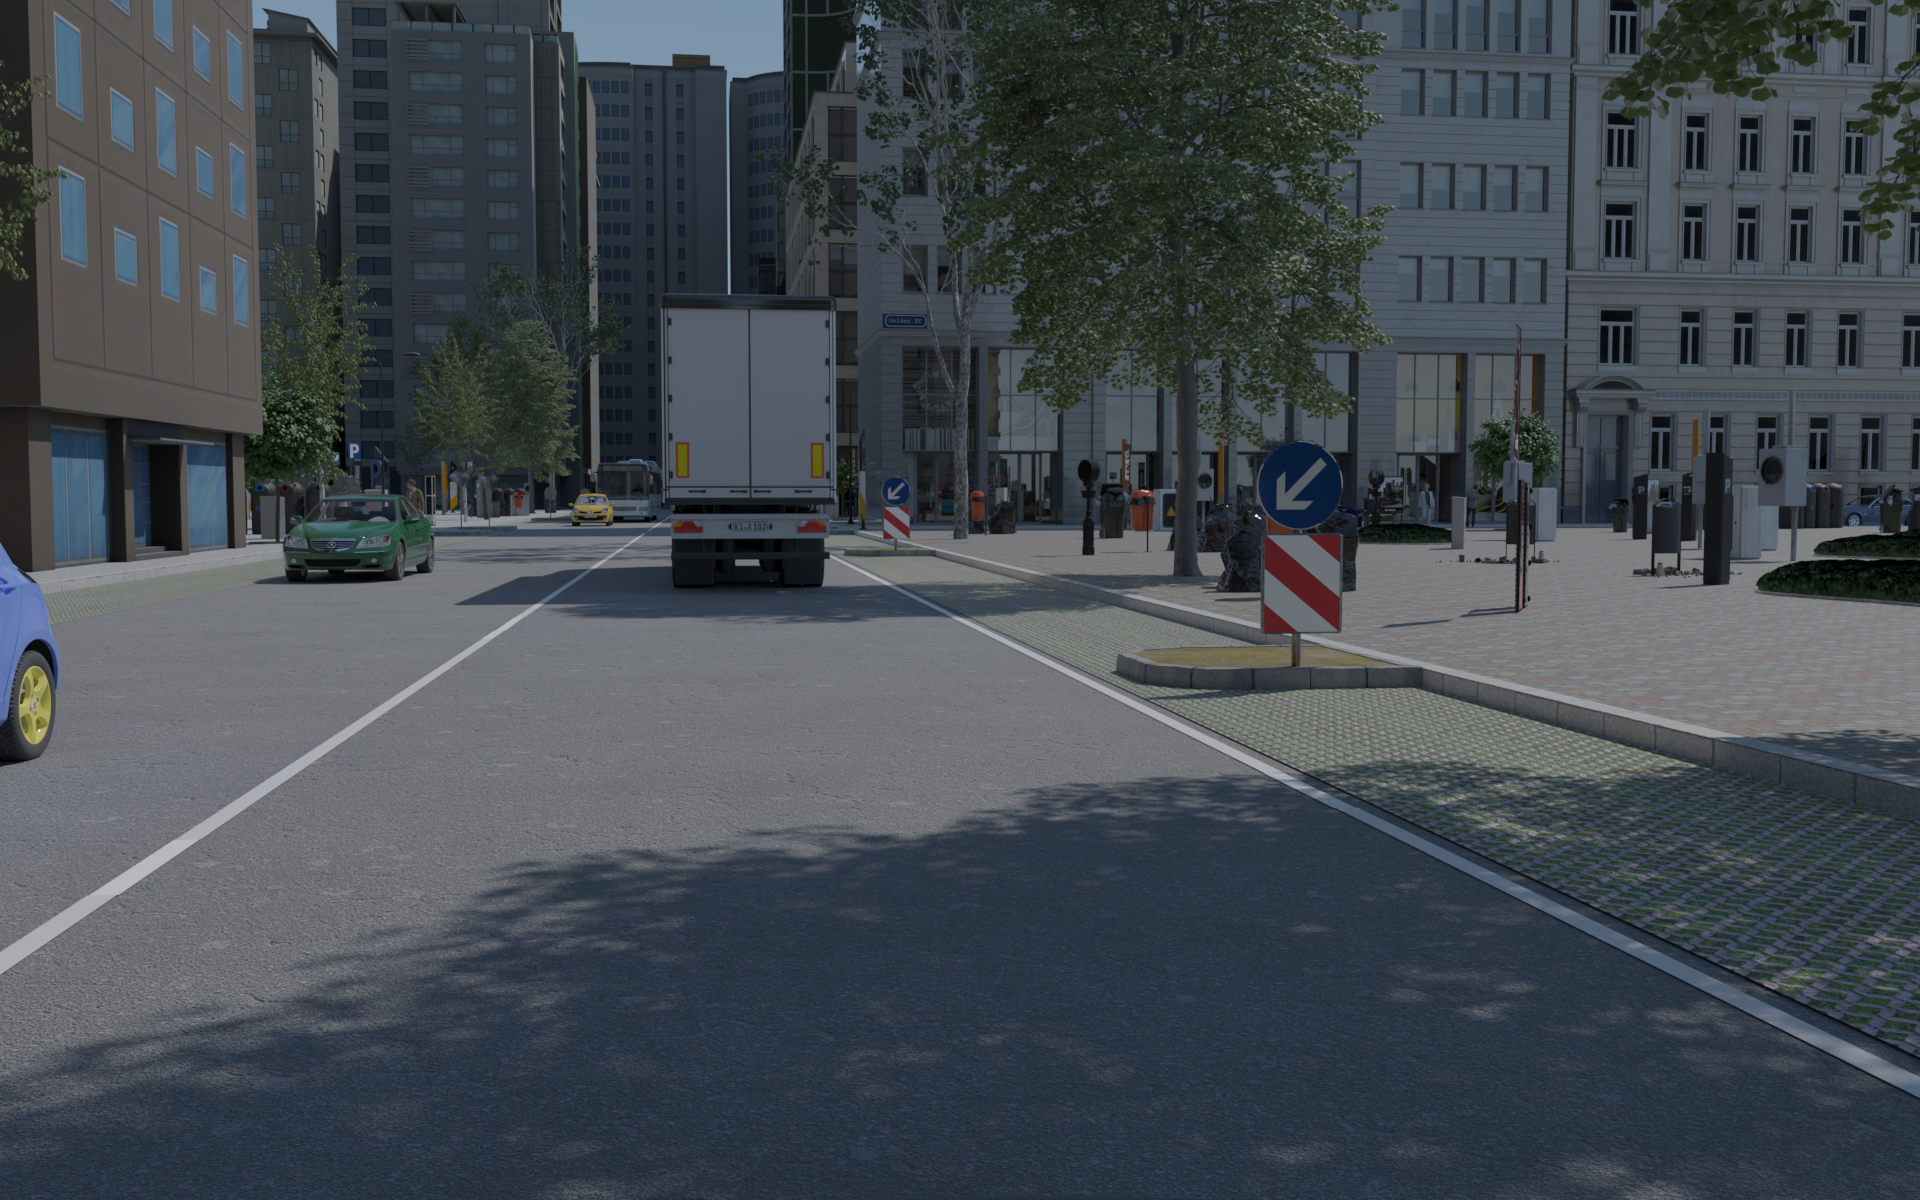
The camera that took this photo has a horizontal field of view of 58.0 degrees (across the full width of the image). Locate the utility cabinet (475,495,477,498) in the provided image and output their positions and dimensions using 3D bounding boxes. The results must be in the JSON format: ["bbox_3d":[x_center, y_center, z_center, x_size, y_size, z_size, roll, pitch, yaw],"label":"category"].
[{"bbox_3d":[-35.599,-7.208,129.019,1.020,1.237,0.306,-2,4,-33],"label":"utility cabinet"}]

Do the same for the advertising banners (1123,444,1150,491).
[{"bbox_3d":[6.244,-3.972,61.122,0.090,3.025,2.074,2,4,34],"label":"advertising banners"}]

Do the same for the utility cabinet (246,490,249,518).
[{"bbox_3d":[-38.596,-5.142,92.744,1.173,1.500,0.318,2,4,30],"label":"utility cabinet"}]

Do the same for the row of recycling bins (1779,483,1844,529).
[{"bbox_3d":[31.863,-3.535,64.903,3.534,1.692,1.069,-2,4,-34],"label":"row of recycling bins"}]

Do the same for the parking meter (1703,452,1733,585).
[{"bbox_3d":[10.739,-1.151,24.534,0.399,1.863,0.255,-3,5,-45],"label":"parking meter"}]

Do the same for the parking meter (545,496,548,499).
[{"bbox_3d":[-29.869,-7.157,125.426,0.372,1.533,0.369,0,3,0],"label":"parking meter"}]

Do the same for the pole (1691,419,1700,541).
[{"bbox_3d":[20.110,-3.276,47.407,0.158,3.312,0.155,0,3,0],"label":"pole"}]

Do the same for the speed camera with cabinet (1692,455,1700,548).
[{"bbox_3d":[17.922,-2.794,40.018,0.660,3.252,2.038,-1,4,-23],"label":"speed camera with cabinet"}]

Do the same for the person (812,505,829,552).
[{"bbox_3d":[-3.575,-2.064,42.347,0.635,1.810,0.391,2,4,26],"label":"person"}]

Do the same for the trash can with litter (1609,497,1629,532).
[{"bbox_3d":[22.159,-2.863,58.193,0.624,1.170,1.055,2,4,25],"label":"trash can with litter"}]

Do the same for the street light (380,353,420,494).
[{"bbox_3d":[-18.424,-5.160,56.912,1.470,5.913,1.316,-1,4,-8],"label":"street light"}]

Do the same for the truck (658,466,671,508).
[{"bbox_3d":[-30.150,-11.571,178.103,2.839,4.237,11.283,-1,4,-9],"label":"truck"}]

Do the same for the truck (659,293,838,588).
[{"bbox_3d":[-3.726,-2.508,29.920,2.839,4.237,11.283,0,4,-8],"label":"truck"}]

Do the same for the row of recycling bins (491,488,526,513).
[{"bbox_3d":[-30.745,-6.694,116.560,1.069,1.692,3.534,3,5,40],"label":"row of recycling bins"}]

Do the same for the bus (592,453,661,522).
[{"bbox_3d":[-17.368,-5.892,91.199,2.948,3.499,13.247,0,4,-7],"label":"bus"}]

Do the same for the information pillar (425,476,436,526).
[{"bbox_3d":[-21.230,-3.972,69.434,0.304,2.012,0.304,0,4,5],"label":"information pillar"}]

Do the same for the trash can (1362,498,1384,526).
[{"bbox_3d":[14.626,-3.041,61.376,0.748,1.137,0.748,0,3,0],"label":"trash can"}]

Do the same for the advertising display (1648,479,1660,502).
[{"bbox_3d":[29.926,-4.264,74.928,0.974,1.923,0.123,-2,4,-35],"label":"advertising display"}]

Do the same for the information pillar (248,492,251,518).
[{"bbox_3d":[-39.071,-6.321,94.705,0.504,3.616,0.183,-1,4,-16],"label":"information pillar"}]

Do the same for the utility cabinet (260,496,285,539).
[{"bbox_3d":[-19.780,-2.367,49.863,1.020,1.237,0.306,3,5,45],"label":"utility cabinet"}]

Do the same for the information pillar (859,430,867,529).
[{"bbox_3d":[-3.541,-4.380,62.961,0.183,3.616,0.504,1,4,13],"label":"information pillar"}]

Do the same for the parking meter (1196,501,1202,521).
[{"bbox_3d":[8.829,-3.562,63.951,0.255,1.863,0.399,0,4,-7],"label":"parking meter"}]

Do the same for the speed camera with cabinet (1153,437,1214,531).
[{"bbox_3d":[7.737,-4.014,59.966,2.038,3.252,0.660,-1,4,-16],"label":"speed camera with cabinet"}]

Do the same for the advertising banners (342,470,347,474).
[{"bbox_3d":[-44.874,-7.889,125.178,0.090,3.025,2.074,0,4,-3],"label":"advertising banners"}]

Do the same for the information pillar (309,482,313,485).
[{"bbox_3d":[-38.449,-6.018,102.894,0.304,2.012,0.304,0,4,-5],"label":"information pillar"}]

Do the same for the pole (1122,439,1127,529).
[{"bbox_3d":[6.092,-4.305,64.224,0.158,3.312,0.155,0,3,0],"label":"pole"}]

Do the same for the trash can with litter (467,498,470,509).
[{"bbox_3d":[-31.809,-6.168,112.227,1.055,1.170,0.624,1,4,9],"label":"trash can with litter"}]

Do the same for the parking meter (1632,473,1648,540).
[{"bbox_3d":[19.186,-2.641,48.897,0.399,1.863,0.255,1,4,10],"label":"parking meter"}]

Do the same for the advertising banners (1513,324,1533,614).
[{"bbox_3d":[6.121,-1.387,18.866,0.090,3.025,2.074,1,4,23],"label":"advertising banners"}]

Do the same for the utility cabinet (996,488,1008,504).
[{"bbox_3d":[1.444,-3.173,60.558,0.318,1.500,1.173,0,4,7],"label":"utility cabinet"}]

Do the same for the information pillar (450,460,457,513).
[{"bbox_3d":[-34.627,-7.769,118.369,0.183,3.616,0.504,3,5,39],"label":"information pillar"}]

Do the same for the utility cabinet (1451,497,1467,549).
[{"bbox_3d":[11.742,-1.809,40.736,0.306,1.237,1.020,1,4,19],"label":"utility cabinet"}]

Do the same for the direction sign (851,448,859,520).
[{"bbox_3d":[-5.125,-5.715,85.443,0.379,3.537,0.876,2,4,27],"label":"direction sign"}]

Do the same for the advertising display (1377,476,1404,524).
[{"bbox_3d":[15.447,-3.489,62.257,0.974,1.923,0.123,1,4,9],"label":"advertising display"}]

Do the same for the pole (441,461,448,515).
[{"bbox_3d":[-31.682,-6.872,106.207,0.158,3.312,0.155,0,3,0],"label":"pole"}]

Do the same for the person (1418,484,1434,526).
[{"bbox_3d":[18.398,-3.677,68.499,0.514,1.842,0.818,-2,4,-26],"label":"person"}]

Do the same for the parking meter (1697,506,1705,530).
[{"bbox_3d":[26.501,-3.264,61.773,0.372,1.533,0.369,0,3,0],"label":"parking meter"}]

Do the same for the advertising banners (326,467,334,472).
[{"bbox_3d":[-41.381,-7.071,111.795,2.074,3.025,0.090,0,4,6],"label":"advertising banners"}]

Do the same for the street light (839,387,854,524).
[{"bbox_3d":[-5.203,-6.187,73.694,1.470,5.913,1.316,-1,4,-8],"label":"street light"}]

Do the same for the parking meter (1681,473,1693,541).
[{"bbox_3d":[19.805,-2.538,47.202,0.255,1.863,0.399,1,4,22],"label":"parking meter"}]

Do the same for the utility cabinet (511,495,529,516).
[{"bbox_3d":[-25.837,-5.536,101.672,1.020,1.237,0.306,-2,4,-28],"label":"utility cabinet"}]

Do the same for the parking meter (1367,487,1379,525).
[{"bbox_3d":[14.361,-3.170,60.245,0.372,1.533,0.369,0,3,0],"label":"parking meter"}]

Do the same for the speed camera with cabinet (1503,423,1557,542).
[{"bbox_3d":[15.703,-3.265,47.726,0.660,3.252,2.038,-1,4,-10],"label":"speed camera with cabinet"}]

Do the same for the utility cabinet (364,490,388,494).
[{"bbox_3d":[-29.722,-4.859,88.129,1.173,1.500,0.318,1,4,13],"label":"utility cabinet"}]

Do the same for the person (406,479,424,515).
[{"bbox_3d":[-15.032,-2.396,47.589,0.656,1.842,0.836,-1,4,-10],"label":"person"}]

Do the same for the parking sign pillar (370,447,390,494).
[{"bbox_3d":[-32.868,-6.710,98.185,1.447,3.967,1.447,3,5,41],"label":"parking sign pillar"}]

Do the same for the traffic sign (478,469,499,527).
[{"bbox_3d":[-18.575,-3.955,68.314,0.795,2.450,0.064,-1,4,-8],"label":"traffic sign"}]

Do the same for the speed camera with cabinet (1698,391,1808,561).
[{"bbox_3d":[15.515,-2.415,33.817,0.660,3.252,2.038,-1,4,-20],"label":"speed camera with cabinet"}]

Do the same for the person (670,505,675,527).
[{"bbox_3d":[-12.392,-4.108,75.894,0.641,1.798,0.478,-1,4,-14],"label":"person"}]

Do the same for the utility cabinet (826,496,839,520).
[{"bbox_3d":[-6.469,-4.684,87.739,0.306,1.237,1.020,-2,4,-27],"label":"utility cabinet"}]

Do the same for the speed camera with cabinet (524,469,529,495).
[{"bbox_3d":[-35.306,-8.849,139.021,2.038,3.252,0.660,0,4,-6],"label":"speed camera with cabinet"}]

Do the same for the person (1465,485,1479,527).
[{"bbox_3d":[20.029,-3.618,67.832,0.592,1.802,0.473,1,4,20],"label":"person"}]

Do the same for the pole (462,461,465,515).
[{"bbox_3d":[-30.833,-6.953,107.530,0.158,3.312,0.155,0,3,0],"label":"pole"}]

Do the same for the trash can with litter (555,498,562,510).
[{"bbox_3d":[-32.064,-7.688,137.090,1.055,1.170,0.624,-3,5,-45],"label":"trash can with litter"}]

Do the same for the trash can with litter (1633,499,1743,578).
[{"bbox_3d":[11.601,-1.003,27.464,2.233,1.210,1.678,-1,4,-18],"label":"trash can with litter"}]

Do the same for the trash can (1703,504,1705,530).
[{"bbox_3d":[25.747,-2.916,59.334,0.748,1.137,0.748,0,3,0],"label":"trash can"}]

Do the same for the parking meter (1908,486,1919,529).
[{"bbox_3d":[27.083,-2.487,49.069,0.372,1.533,0.369,0,3,0],"label":"parking meter"}]

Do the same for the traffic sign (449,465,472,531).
[{"bbox_3d":[-17.405,-3.472,60.415,0.795,2.450,0.064,-1,4,-8],"label":"traffic sign"}]

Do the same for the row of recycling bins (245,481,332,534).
[{"bbox_3d":[-21.904,-2.960,55.511,3.534,1.692,1.069,0,4,-1],"label":"row of recycling bins"}]

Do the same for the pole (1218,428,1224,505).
[{"bbox_3d":[8.032,-3.637,53.301,0.158,3.312,0.155,0,3,0],"label":"pole"}]
